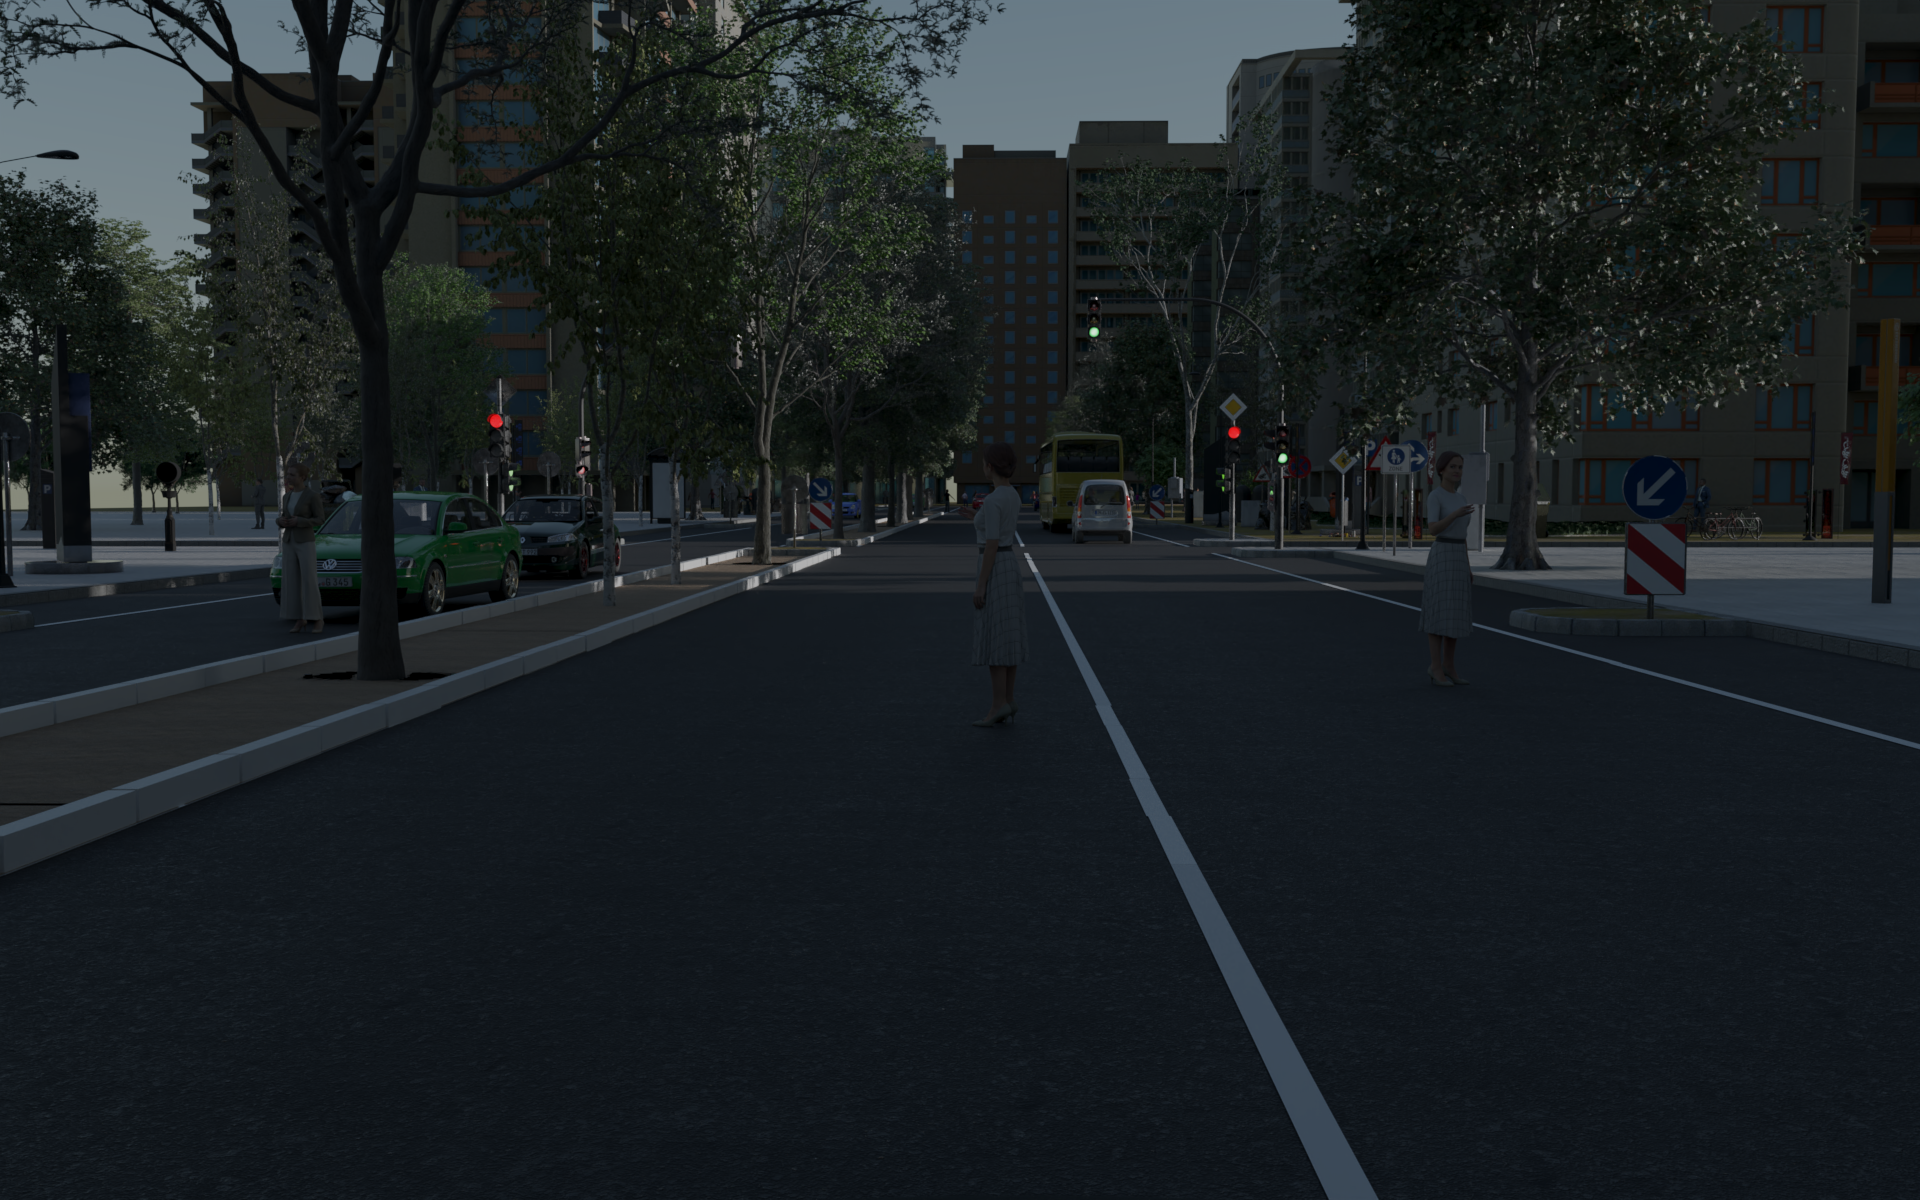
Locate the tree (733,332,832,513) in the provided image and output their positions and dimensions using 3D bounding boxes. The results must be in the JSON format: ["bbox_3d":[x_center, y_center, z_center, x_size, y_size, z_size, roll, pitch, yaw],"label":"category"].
[{"bbox_3d":[-11.281,-12.026,114.749,7.486,12.596,7.792,0,3,0],"label":"tree"}]

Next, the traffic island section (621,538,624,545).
[{"bbox_3d":[-10.632,-1.617,48.719,2.009,0.180,2.903,0,4,1],"label":"traffic island section"}]

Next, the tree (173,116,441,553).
[{"bbox_3d":[-13.322,-5.141,34.416,4.360,8.622,3.978,0,3,0],"label":"tree"}]

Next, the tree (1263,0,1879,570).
[{"bbox_3d":[9.711,-6.863,29.226,9.611,12.733,9.660,0,3,0],"label":"tree"}]

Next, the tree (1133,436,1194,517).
[{"bbox_3d":[11.525,-6.996,98.106,4.285,4.588,4.351,0,3,0],"label":"tree"}]

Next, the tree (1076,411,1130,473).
[{"bbox_3d":[12.779,-13.919,161.989,7.601,10.594,8.767,3,5,42],"label":"tree"}]

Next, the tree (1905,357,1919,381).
[{"bbox_3d":[18.237,-2.865,30.556,4.285,4.588,4.351,0,3,0],"label":"tree"}]

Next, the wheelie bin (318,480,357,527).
[{"bbox_3d":[-13.914,-1.884,38.718,0.980,1.594,0.693,0,4,-3],"label":"wheelie bin"}]

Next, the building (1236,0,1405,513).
[{"bbox_3d":[38.521,-27.787,146.201,32.217,40.220,23.993,0,4,1],"label":"building"}]

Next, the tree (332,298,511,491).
[{"bbox_3d":[-29.659,-10.986,96.632,9.611,12.733,9.660,0,3,0],"label":"tree"}]

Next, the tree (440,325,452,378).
[{"bbox_3d":[-20.438,-6.872,62.713,4.360,8.622,3.978,0,3,0],"label":"tree"}]

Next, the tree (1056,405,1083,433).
[{"bbox_3d":[13.877,-15.802,184.118,9.928,11.665,9.643,0,3,0],"label":"tree"}]

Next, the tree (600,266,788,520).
[{"bbox_3d":[-13.129,-10.272,84.955,9.611,12.733,9.660,0,3,0],"label":"tree"}]

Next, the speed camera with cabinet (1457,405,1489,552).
[{"bbox_3d":[11.565,-2.740,39.142,0.660,3.252,2.038,1,4,14],"label":"speed camera with cabinet"}]

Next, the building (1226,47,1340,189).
[{"bbox_3d":[49.883,-41.871,226.586,28.212,58.520,21.231,0,4,1],"label":"building"}]

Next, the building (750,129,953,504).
[{"bbox_3d":[-15.806,-37.346,230.219,30.456,49.044,23.786,0,4,1],"label":"building"}]

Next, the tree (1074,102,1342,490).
[{"bbox_3d":[12.269,-13.959,84.113,12.611,20.169,13.585,0,3,0],"label":"tree"}]

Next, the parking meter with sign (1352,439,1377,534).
[{"bbox_3d":[12.769,-3.655,56.022,0.543,3.016,1.738,-1,4,-18],"label":"parking meter with sign"}]

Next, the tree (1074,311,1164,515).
[{"bbox_3d":[11.886,-11.725,108.713,9.611,12.733,9.660,0,3,0],"label":"tree"}]

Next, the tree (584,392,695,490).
[{"bbox_3d":[-17.242,-8.772,93.783,4.360,8.622,3.978,0,3,0],"label":"tree"}]

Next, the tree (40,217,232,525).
[{"bbox_3d":[-34.461,-9.411,72.001,7.486,12.596,7.792,0,3,0],"label":"tree"}]

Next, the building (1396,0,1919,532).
[{"bbox_3d":[35.738,-13.848,71.460,28.899,21.520,27.650,0,4,1],"label":"building"}]

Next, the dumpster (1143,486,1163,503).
[{"bbox_3d":[13.257,-7.054,117.818,1.502,2.255,1.985,0,4,1],"label":"dumpster"}]

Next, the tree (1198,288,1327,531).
[{"bbox_3d":[10.711,-6.714,60.131,4.360,8.622,3.978,0,3,0],"label":"tree"}]

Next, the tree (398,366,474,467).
[{"bbox_3d":[-36.704,-11.305,119.249,7.601,10.594,8.767,0,4,-8],"label":"tree"}]

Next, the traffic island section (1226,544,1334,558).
[{"bbox_3d":[7.438,-1.105,40.350,2.009,0.180,2.903,0,4,1],"label":"traffic island section"}]

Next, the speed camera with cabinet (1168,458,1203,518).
[{"bbox_3d":[12.413,-6.125,94.487,2.038,3.252,0.660,2,4,24],"label":"speed camera with cabinet"}]

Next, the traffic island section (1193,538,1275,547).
[{"bbox_3d":[7.606,-1.593,48.334,2.009,0.180,2.903,0,4,1],"label":"traffic island section"}]

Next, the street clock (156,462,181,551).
[{"bbox_3d":[-17.744,-2.098,38.868,0.471,2.002,0.358,0,4,-4],"label":"street clock"}]

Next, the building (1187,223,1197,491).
[{"bbox_3d":[30.477,-25.008,180.582,14.160,30.474,14.107,0,4,1],"label":"building"}]

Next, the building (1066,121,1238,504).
[{"bbox_3d":[24.383,-36.960,227.998,21.600,48.544,21.300,0,4,1],"label":"building"}]

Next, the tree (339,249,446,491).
[{"bbox_3d":[-22.552,-9.060,73.891,9.928,11.665,9.643,0,3,0],"label":"tree"}]

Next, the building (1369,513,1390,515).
[{"bbox_3d":[38.144,-25.472,108.346,32.217,40.220,23.993,0,4,1],"label":"building"}]

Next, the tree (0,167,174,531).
[{"bbox_3d":[-32.559,-8.803,60.930,9.611,12.733,9.660,0,3,0],"label":"tree"}]

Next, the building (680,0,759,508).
[{"bbox_3d":[-35.148,-35.781,174.253,27.495,52.752,28.713,0,4,1],"label":"building"}]

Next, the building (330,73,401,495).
[{"bbox_3d":[-55.852,-32.504,181.543,14.200,45.320,14.600,0,4,1],"label":"building"}]

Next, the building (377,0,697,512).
[{"bbox_3d":[-33.293,-29.602,138.615,22.147,44.769,28.867,0,4,1],"label":"building"}]

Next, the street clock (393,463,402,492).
[{"bbox_3d":[-13.318,-2.222,40.902,0.358,2.002,0.471,-2,4,-25],"label":"street clock"}]

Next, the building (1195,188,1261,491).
[{"bbox_3d":[30.824,-24.112,165.926,14.160,30.474,14.107,0,4,1],"label":"building"}]

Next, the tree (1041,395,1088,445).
[{"bbox_3d":[12.631,-17.167,198.812,7.486,12.596,7.792,0,3,0],"label":"tree"}]

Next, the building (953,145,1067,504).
[{"bbox_3d":[6.413,-35.158,224.936,14.200,45.320,14.600,0,4,1],"label":"building"}]

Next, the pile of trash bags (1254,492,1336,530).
[{"bbox_3d":[12.218,-3.198,62.032,3.447,1.369,1.912,3,4,37],"label":"pile of trash bags"}]

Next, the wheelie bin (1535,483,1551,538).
[{"bbox_3d":[16.739,-2.610,50.586,0.980,1.594,0.693,-2,4,-28],"label":"wheelie bin"}]

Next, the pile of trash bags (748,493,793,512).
[{"bbox_3d":[-13.188,-6.844,121.645,3.447,1.369,1.912,-2,4,-26],"label":"pile of trash bags"}]

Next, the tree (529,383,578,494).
[{"bbox_3d":[-26.036,-10.018,114.150,4.360,8.622,3.978,0,3,0],"label":"tree"}]

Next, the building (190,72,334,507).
[{"bbox_3d":[-70.051,-32.516,181.747,14.200,45.320,14.600,0,4,1],"label":"building"}]

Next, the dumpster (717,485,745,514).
[{"bbox_3d":[-14.498,-6.549,109.565,1.502,2.255,1.985,0,4,1],"label":"dumpster"}]

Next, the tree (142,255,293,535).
[{"bbox_3d":[-23.171,-6.329,53.841,4.737,8.622,4.395,0,3,0],"label":"tree"}]
